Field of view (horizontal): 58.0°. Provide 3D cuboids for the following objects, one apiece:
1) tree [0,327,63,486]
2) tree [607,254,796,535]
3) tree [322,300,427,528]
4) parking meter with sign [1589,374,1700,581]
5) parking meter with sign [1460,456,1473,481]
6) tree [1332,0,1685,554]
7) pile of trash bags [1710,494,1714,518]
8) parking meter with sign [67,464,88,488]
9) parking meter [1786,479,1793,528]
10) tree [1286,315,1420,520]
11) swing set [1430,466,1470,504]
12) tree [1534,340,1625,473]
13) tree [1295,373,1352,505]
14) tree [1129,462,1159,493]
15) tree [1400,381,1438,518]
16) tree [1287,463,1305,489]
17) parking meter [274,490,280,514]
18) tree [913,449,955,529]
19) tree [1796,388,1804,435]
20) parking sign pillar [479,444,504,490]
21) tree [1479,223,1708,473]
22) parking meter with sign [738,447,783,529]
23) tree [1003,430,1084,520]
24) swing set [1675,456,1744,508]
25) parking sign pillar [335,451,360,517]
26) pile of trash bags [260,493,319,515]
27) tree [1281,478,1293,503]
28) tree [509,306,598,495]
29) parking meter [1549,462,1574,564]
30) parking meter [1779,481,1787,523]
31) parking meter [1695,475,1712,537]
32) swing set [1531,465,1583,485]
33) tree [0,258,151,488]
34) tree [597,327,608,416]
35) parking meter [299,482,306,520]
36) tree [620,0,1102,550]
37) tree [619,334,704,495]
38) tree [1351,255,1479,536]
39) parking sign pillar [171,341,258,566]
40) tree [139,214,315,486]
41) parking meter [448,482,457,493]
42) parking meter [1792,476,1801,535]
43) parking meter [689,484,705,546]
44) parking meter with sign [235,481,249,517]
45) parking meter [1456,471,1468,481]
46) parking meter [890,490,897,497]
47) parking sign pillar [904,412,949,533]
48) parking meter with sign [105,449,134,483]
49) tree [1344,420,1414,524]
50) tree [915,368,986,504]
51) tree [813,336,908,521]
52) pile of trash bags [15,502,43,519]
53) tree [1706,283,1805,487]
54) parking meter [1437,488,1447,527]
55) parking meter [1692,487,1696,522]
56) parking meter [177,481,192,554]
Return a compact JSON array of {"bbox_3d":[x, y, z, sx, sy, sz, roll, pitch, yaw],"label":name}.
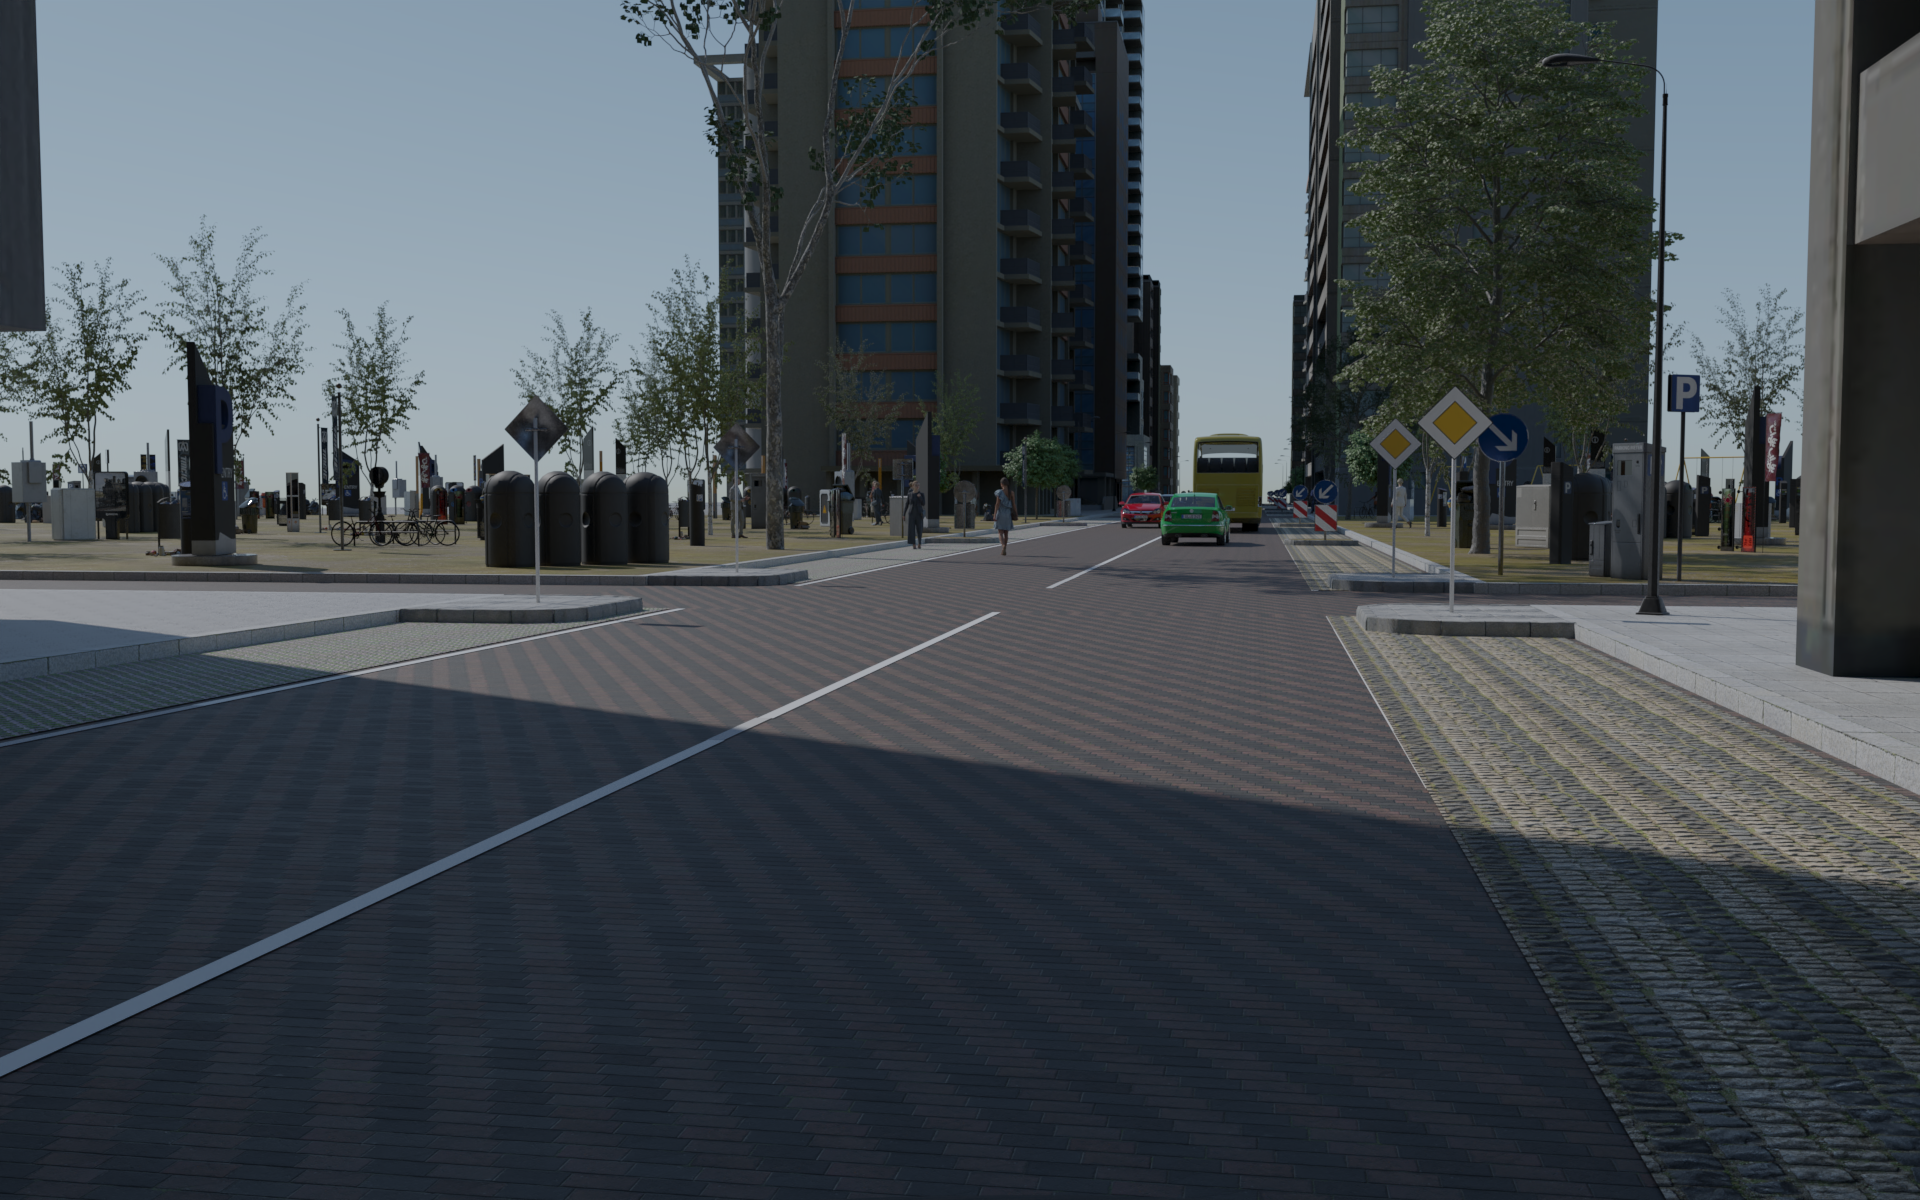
[{"bbox_3d":[-28.036,-6.027,48.906,4.360,8.622,3.978,0,3,0],"label":"tree"},{"bbox_3d":[-7.566,-6.324,53.754,4.737,8.622,4.395,0,3,0],"label":"tree"},{"bbox_3d":[-22.540,-7.086,66.226,4.737,8.622,4.395,0,3,0],"label":"tree"},{"bbox_3d":[10.234,-1.825,26.093,0.543,3.016,1.738,-1,4,-23],"label":"parking meter with sign"},{"bbox_3d":[23.637,-5.040,78.668,1.738,3.016,0.543,3,4,38],"label":"parking meter with sign"},{"bbox_3d":[11.618,-7.272,37.020,7.486,12.596,7.792,0,3,0],"label":"tree"},{"bbox_3d":[38.732,-5.064,92.547,1.912,1.369,3.447,-2,4,-30],"label":"pile of trash bags"},{"bbox_3d":[-50.497,-6.266,98.706,0.543,3.016,1.738,1,4,8],"label":"parking meter with sign"},{"bbox_3d":[31.784,-3.684,65.945,0.399,1.863,0.255,-3,5,-41],"label":"parking meter"},{"bbox_3d":[19.738,-9.288,86.269,7.601,10.594,8.767,2,4,23],"label":"tree"},{"bbox_3d":[28.468,-6.126,97.779,3.119,2.851,2.862,-1,4,-23],"label":"swing set"},{"bbox_3d":[28.837,-8.020,81.496,4.737,8.622,4.395,0,3,0],"label":"tree"},{"bbox_3d":[21.526,-9.224,101.167,4.360,8.622,3.978,0,3,0],"label":"tree"},{"bbox_3d":[18.858,-11.832,177.160,4.285,4.588,4.351,0,3,0],"label":"tree"},{"bbox_3d":[24.874,-8.787,94.031,4.737,8.622,4.395,0,3,0],"label":"tree"},{"bbox_3d":[36.291,-12.214,183.417,4.285,4.588,4.351,0,3,0],"label":"tree"},{"bbox_3d":[-43.108,-6.171,109.300,0.372,1.533,0.369,0,3,0],"label":"parking meter"},{"bbox_3d":[-0.760,-4.262,64.284,1.663,3.219,1.824,0,3,0],"label":"tree"},{"bbox_3d":[47.386,-8.745,93.342,4.737,8.622,4.395,0,3,0],"label":"tree"},{"bbox_3d":[-24.994,-6.361,92.466,1.447,3.967,1.447,3,5,44],"label":"parking sign pillar"},{"bbox_3d":[16.438,-5.809,45.333,4.360,8.622,3.978,0,3,0],"label":"tree"},{"bbox_3d":[-7.404,-4.144,64.018,1.738,3.016,0.543,0,4,-7],"label":"parking meter with sign"},{"bbox_3d":[3.930,-6.306,86.820,4.285,4.588,4.351,0,3,0],"label":"tree"},{"bbox_3d":[31.607,-4.602,72.862,2.862,2.851,3.119,-3,5,-40],"label":"swing set"},{"bbox_3d":[-34.346,-6.646,97.129,1.447,3.967,1.447,-1,4,-18],"label":"parking sign pillar"},{"bbox_3d":[-40.705,-5.832,105.104,3.447,1.369,1.912,-3,5,-41],"label":"pile of trash bags"},{"bbox_3d":[45.281,-14.929,238.693,1.663,3.219,1.824,0,3,0],"label":"tree"},{"bbox_3d":[-15.037,-7.146,67.197,4.737,8.622,4.395,0,3,0],"label":"tree"},{"bbox_3d":[11.037,-1.594,31.776,0.399,1.863,0.255,-3,4,-37],"label":"parking meter"},{"bbox_3d":[36.173,-4.306,76.106,0.255,1.863,0.399,1,4,16],"label":"parking meter"},{"bbox_3d":[22.431,-2.847,52.257,0.399,1.863,0.255,1,4,9],"label":"parking meter"},{"bbox_3d":[32.326,-5.842,93.132,2.862,2.851,3.119,-2,4,-32],"label":"swing set"},{"bbox_3d":[-27.046,-6.292,53.238,4.737,8.622,4.395,0,3,0],"label":"tree"},{"bbox_3d":[-9.575,-6.773,61.100,4.737,8.622,4.395,0,3,0],"label":"tree"},{"bbox_3d":[-33.143,-4.988,87.263,0.255,1.863,0.399,0,4,4],"label":"parking meter"},{"bbox_3d":[-2.979,-11.188,38.809,12.611,20.169,13.585,0,3,0],"label":"tree"},{"bbox_3d":[-13.328,-7.843,78.599,4.360,8.622,3.978,0,3,0],"label":"tree"},{"bbox_3d":[14.434,-6.235,52.300,4.360,8.622,3.978,0,3,0],"label":"tree"},{"bbox_3d":[-13.534,-2.622,31.342,1.447,3.967,1.447,0,4,-8],"label":"parking sign pillar"},{"bbox_3d":[-19.695,-5.895,46.743,4.360,8.622,3.978,0,3,0],"label":"tree"},{"bbox_3d":[-24.163,-4.697,82.500,0.399,1.863,0.255,3,5,41],"label":"parking meter"},{"bbox_3d":[26.075,-2.932,53.655,0.399,1.863,0.255,-3,5,-45],"label":"parking meter"},{"bbox_3d":[-6.498,-2.105,42.823,0.372,1.533,0.369,0,3,0],"label":"parking meter"},{"bbox_3d":[-40.927,-6.272,98.811,0.543,3.016,1.738,2,4,34],"label":"parking meter with sign"},{"bbox_3d":[12.820,-2.370,44.461,0.255,1.863,0.399,-1,4,-19],"label":"parking meter"},{"bbox_3d":[-3.739,-5.451,97.527,0.372,1.533,0.369,0,3,0],"label":"parking meter"},{"bbox_3d":[-1.074,-4.217,57.415,1.447,3.967,1.447,-1,4,-19],"label":"parking sign pillar"},{"bbox_3d":[-32.581,-4.395,68.122,1.738,3.016,0.543,-2,4,-31],"label":"parking meter with sign"},{"bbox_3d":[18.332,-5.620,75.592,4.285,4.588,4.351,0,3,0],"label":"tree"},{"bbox_3d":[-0.462,-9.198,100.744,4.737,8.622,4.395,0,3,0],"label":"tree"},{"bbox_3d":[-4.854,-8.003,81.212,4.360,8.622,3.978,0,3,0],"label":"tree"},{"bbox_3d":[-47.154,-4.868,89.339,3.447,1.369,1.912,-2,4,-32],"label":"pile of trash bags"},{"bbox_3d":[27.371,-6.704,59.980,4.360,8.622,3.978,0,3,0],"label":"tree"},{"bbox_3d":[18.728,-3.601,67.281,0.372,1.533,0.369,0,3,0],"label":"parking meter"},{"bbox_3d":[27.444,-3.466,65.085,0.372,1.533,0.369,0,3,0],"label":"parking meter"},{"bbox_3d":[-14.584,-1.494,32.844,0.372,1.533,0.369,0,3,0],"label":"parking meter"}]
